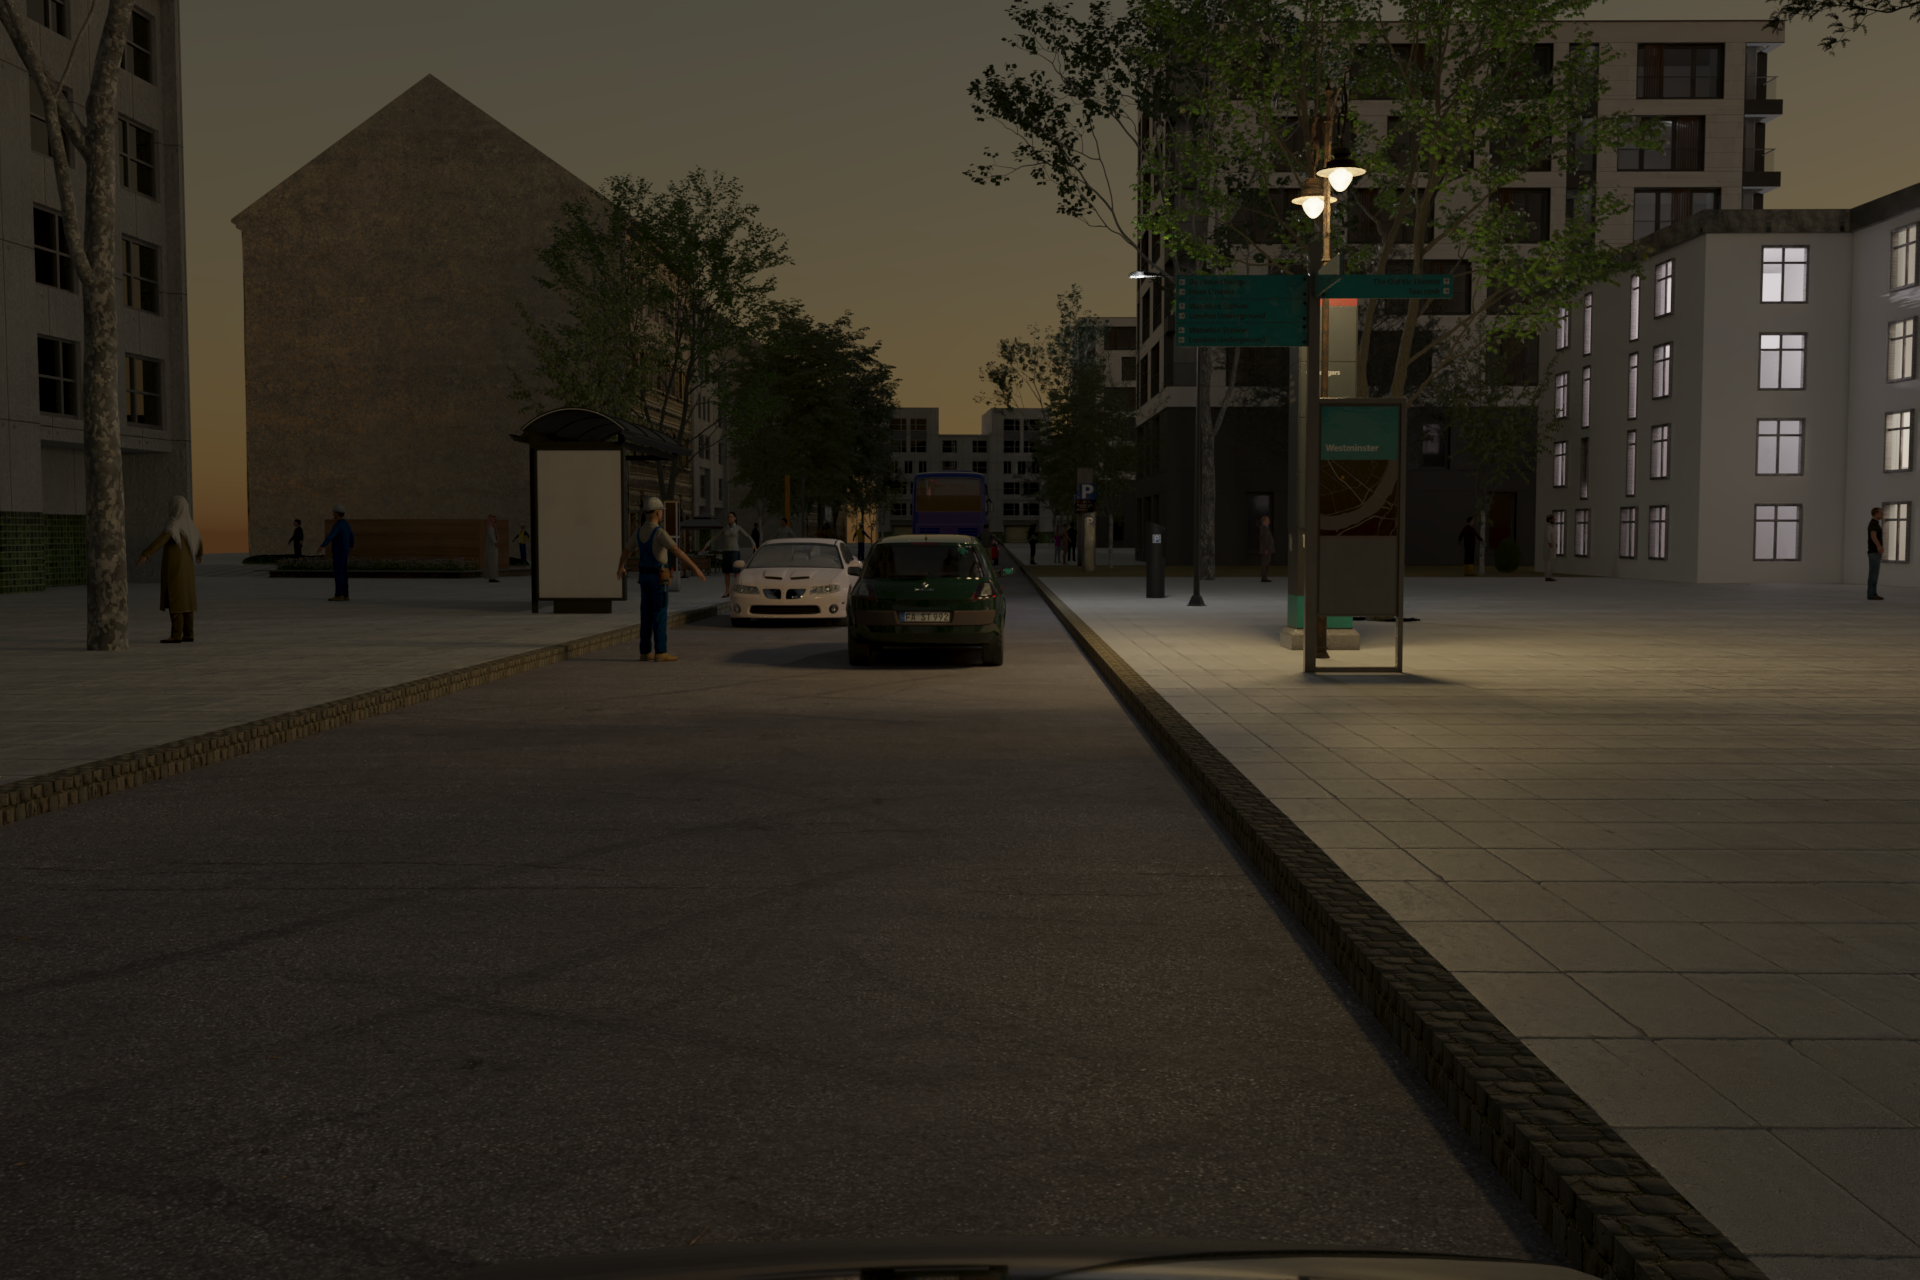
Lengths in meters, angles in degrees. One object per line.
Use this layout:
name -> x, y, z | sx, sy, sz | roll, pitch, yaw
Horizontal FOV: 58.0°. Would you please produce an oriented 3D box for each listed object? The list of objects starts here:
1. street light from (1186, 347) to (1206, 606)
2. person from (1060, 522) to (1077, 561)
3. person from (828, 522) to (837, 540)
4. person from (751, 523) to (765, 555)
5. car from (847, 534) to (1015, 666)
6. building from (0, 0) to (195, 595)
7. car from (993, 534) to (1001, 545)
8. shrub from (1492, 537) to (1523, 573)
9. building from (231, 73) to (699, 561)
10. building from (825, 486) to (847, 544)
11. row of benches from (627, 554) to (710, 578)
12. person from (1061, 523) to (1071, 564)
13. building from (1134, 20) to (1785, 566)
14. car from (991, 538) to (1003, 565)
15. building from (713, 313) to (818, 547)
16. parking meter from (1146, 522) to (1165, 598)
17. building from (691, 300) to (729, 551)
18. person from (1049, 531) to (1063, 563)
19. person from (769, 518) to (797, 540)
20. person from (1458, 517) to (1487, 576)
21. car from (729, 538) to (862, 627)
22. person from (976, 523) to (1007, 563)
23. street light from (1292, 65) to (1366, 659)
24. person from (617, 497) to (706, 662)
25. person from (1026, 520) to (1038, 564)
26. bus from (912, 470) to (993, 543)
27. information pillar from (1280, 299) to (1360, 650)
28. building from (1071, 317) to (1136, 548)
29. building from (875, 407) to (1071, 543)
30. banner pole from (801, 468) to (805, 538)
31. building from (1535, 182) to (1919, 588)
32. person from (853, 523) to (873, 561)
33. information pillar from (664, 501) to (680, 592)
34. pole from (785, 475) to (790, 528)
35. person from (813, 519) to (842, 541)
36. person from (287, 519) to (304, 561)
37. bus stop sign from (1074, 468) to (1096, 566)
street light -> 4.756, -3.555, 30.670 | 1.470, 5.913, 1.316 | 0, 4, 1
person -> 5.268, -4.633, 81.684 | 1.347, 1.837, 0.705 | 1, 4, 11
person -> -5.666, -4.238, 75.424 | 0.705, 1.813, 1.348 | -2, 4, -32
person -> -9.453, -4.545, 80.534 | 0.704, 1.802, 1.346 | -2, 4, -31
car -> -0.352, -0.640, 20.253 | 2.009, 1.686, 4.222 | 0, 4, 1
building -> -28.748, -9.972, 29.498 | 16.747, 18.905, 31.486 | 0, 4, 1
car -> 1.973, -7.113, 128.098 | 2.131, 1.459, 4.920 | 0, 4, 1
shrub -> 18.192, -2.841, 57.566 | 1.383, 1.207, 1.383 | 0, 3, 0
building -> -25.085, -15.985, 92.280 | 19.493, 23.208, 18.063 | 0, 4, 1
building -> -24.704, -23.946, 222.451 | 19.493, 23.208, 18.063 | 0, 4, 2
row of benches -> -8.846, -2.254, 52.310 | 1.422, 0.672, 4.104 | 1, 4, 22
person -> 4.531, -4.067, 73.298 | 0.721, 1.733, 1.217 | -1, 4, -9
building -> 22.439, -14.780, 85.630 | 27.936, 21.610, 32.646 | 0, 4, 1
car -> 0.933, -4.437, 81.582 | 2.155, 1.783, 4.494 | 0, 4, 1
building -> -23.980, -21.016, 174.543 | 19.493, 23.208, 18.063 | 0, 4, 2
parking meter -> 3.917, -1.606, 34.675 | 0.372, 1.533, 0.369 | 0, 3, 0
building -> -27.575, -15.841, 125.458 | 16.747, 18.905, 31.486 | 0, 4, 1
person -> 4.307, -4.081, 75.983 | 0.991, 1.433, 0.599 | -2, 4, -27
person -> -5.798, -3.102, 56.899 | 1.347, 1.806, 0.705 | 2, 4, 31
person -> 15.664, -2.875, 53.144 | 0.704, 1.812, 1.346 | -1, 4, -21
car -> -2.593, -0.978, 28.354 | 2.083, 1.381, 4.827 | 0, 4, 1
person -> 0.884, -2.993, 57.669 | 1.348, 1.796, 0.705 | 1, 4, 17
street light -> 3.736, -2.749, 17.735 | 0.468, 5.910, 1.993 | 0, 4, 1
person -> -3.435, -0.687, 19.543 | 1.347, 1.847, 0.705 | 2, 4, 35
person -> 3.109, -4.122, 73.176 | 0.705, 1.856, 1.354 | 0, 4, -2
bus -> -0.226, -4.529, 65.602 | 2.896, 3.916, 12.251 | 0, 4, 2
information pillar -> 4.040, -1.834, 19.360 | 0.750, 3.857, 0.750 | 0, 4, 1
building -> 25.376, -20.513, 179.365 | 27.936, 21.610, 32.646 | 0, 4, 1
building -> 3.780, -23.232, 248.755 | 31.486, 18.905, 16.747 | 0, 4, -4
banner pole -> -5.959, -4.640, 65.882 | 0.401, 3.779, 0.863 | 0, 4, 1
building -> 23.730, -6.289, 44.972 | 9.099, 9.664, 28.070 | 0, 4, 1
person -> -4.719, -4.715, 83.052 | 1.349, 1.833, 0.705 | 3, 5, 43
information pillar -> -6.394, -2.078, 38.471 | 0.304, 2.012, 0.304 | 0, 4, 2
pole -> -5.980, -4.051, 60.083 | 0.158, 3.312, 0.155 | 0, 3, 0
person -> -5.194, -3.763, 67.297 | 1.354, 1.858, 0.705 | -2, 4, -30
person -> -23.218, -3.331, 60.652 | 0.705, 1.806, 1.347 | -3, 5, -39
bus stop sign -> 4.996, -4.895, 69.053 | 0.837, 3.901, 0.837 | 0, 4, 1
